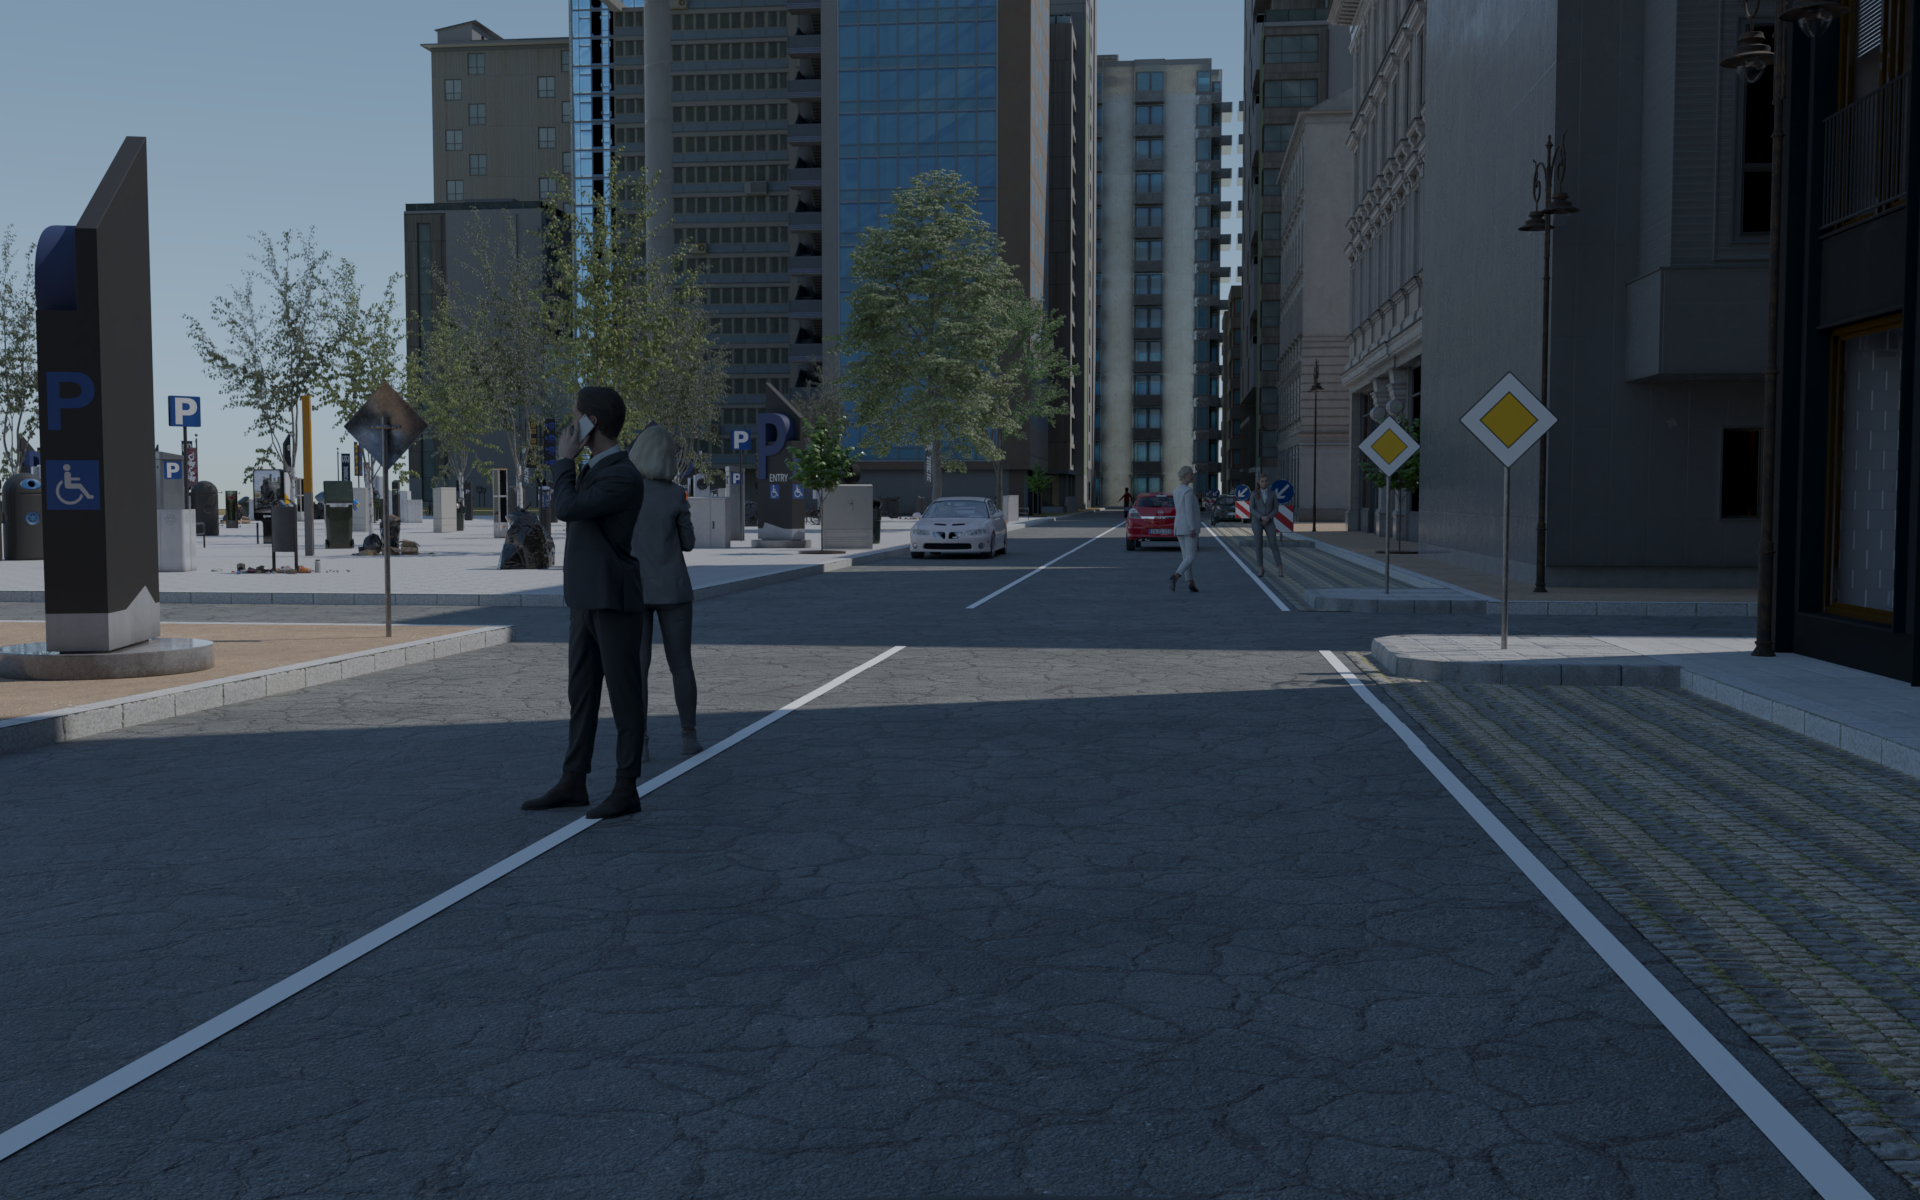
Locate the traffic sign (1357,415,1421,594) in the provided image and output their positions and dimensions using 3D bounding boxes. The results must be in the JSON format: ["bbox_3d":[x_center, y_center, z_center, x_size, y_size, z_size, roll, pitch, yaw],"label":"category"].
[{"bbox_3d":[5.481,-1.134,22.186,0.795,2.450,0.064,0,4,7],"label":"traffic sign"}]

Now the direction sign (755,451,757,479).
[{"bbox_3d":[-10.373,-5.984,89.842,0.379,3.537,0.876,-3,4,-36],"label":"direction sign"}]

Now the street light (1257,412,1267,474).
[{"bbox_3d":[16.688,-7.525,95.828,0.468,5.910,1.993,0,4,7],"label":"street light"}]

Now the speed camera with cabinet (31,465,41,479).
[{"bbox_3d":[-28.638,-3.749,55.634,2.038,3.252,0.660,-2,4,-34],"label":"speed camera with cabinet"}]

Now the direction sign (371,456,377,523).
[{"bbox_3d":[-25.903,-5.156,76.297,0.379,3.537,0.876,-1,4,-21],"label":"direction sign"}]

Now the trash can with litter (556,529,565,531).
[{"bbox_3d":[-13.269,-2.988,59.903,1.678,1.210,2.233,0,4,-5],"label":"trash can with litter"}]

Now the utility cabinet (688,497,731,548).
[{"bbox_3d":[-5.964,-1.829,41.061,1.020,1.237,0.306,1,4,17],"label":"utility cabinet"}]

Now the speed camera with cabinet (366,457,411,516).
[{"bbox_3d":[-27.952,-5.528,84.715,2.038,3.252,0.660,0,4,2],"label":"speed camera with cabinet"}]

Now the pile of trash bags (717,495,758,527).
[{"bbox_3d":[-9.538,-3.612,68.814,3.447,1.369,1.912,0,4,6],"label":"pile of trash bags"}]

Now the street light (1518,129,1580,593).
[{"bbox_3d":[7.583,-3.038,22.456,0.468,5.910,1.993,0,4,7],"label":"street light"}]

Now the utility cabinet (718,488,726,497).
[{"bbox_3d":[-8.651,-3.407,64.388,0.318,1.500,1.173,1,4,15],"label":"utility cabinet"}]

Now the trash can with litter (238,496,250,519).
[{"bbox_3d":[-36.829,-4.730,88.726,0.624,1.170,1.055,2,4,25],"label":"trash can with litter"}]

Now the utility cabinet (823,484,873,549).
[{"bbox_3d":[-2.600,-1.902,39.782,1.173,1.500,0.318,0,4,-7],"label":"utility cabinet"}]

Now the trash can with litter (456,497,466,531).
[{"bbox_3d":[-17.626,-2.966,59.882,1.055,1.170,0.624,1,4,20],"label":"trash can with litter"}]

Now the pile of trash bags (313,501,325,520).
[{"bbox_3d":[-32.045,-4.713,86.818,1.912,1.369,3.447,1,4,10],"label":"pile of trash bags"}]

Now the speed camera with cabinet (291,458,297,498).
[{"bbox_3d":[-36.118,-5.994,92.346,0.660,3.252,2.038,2,4,31],"label":"speed camera with cabinet"}]

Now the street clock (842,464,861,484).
[{"bbox_3d":[-2.594,-2.250,41.355,0.358,2.002,0.471,-3,5,-41],"label":"street clock"}]

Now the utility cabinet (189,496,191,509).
[{"bbox_3d":[-25.788,-2.866,58.023,0.306,1.237,1.020,-1,4,-13],"label":"utility cabinet"}]

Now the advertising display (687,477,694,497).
[{"bbox_3d":[-10.109,-3.656,64.995,0.123,1.923,0.974,-1,4,-16],"label":"advertising display"}]

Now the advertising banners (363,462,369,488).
[{"bbox_3d":[-31.766,-5.990,94.120,2.074,3.025,0.090,2,4,35],"label":"advertising banners"}]

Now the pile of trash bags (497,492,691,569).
[{"bbox_3d":[-6.343,-1.241,30.042,3.447,1.369,1.912,1,4,9],"label":"pile of trash bags"}]

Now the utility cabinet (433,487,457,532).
[{"bbox_3d":[-17.186,-3.000,57.731,0.318,1.500,1.173,0,4,7],"label":"utility cabinet"}]

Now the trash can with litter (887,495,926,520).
[{"bbox_3d":[-2.356,-4.690,87.733,2.233,1.210,1.678,0,4,6],"label":"trash can with litter"}]

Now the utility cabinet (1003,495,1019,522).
[{"bbox_3d":[2.371,-4.280,81.133,0.306,1.237,1.020,2,4,30],"label":"utility cabinet"}]

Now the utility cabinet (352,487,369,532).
[{"bbox_3d":[-20.337,-3.054,58.610,1.173,1.500,0.318,3,4,37],"label":"utility cabinet"}]

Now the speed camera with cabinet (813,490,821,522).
[{"bbox_3d":[-5.838,-5.307,81.112,2.038,3.252,0.660,-1,4,-19],"label":"speed camera with cabinet"}]

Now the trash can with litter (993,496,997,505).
[{"bbox_3d":[2.296,-5.120,95.103,1.055,1.170,0.624,0,4,0],"label":"trash can with litter"}]

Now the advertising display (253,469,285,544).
[{"bbox_3d":[-17.772,-2.406,44.547,0.974,1.923,0.123,2,4,25],"label":"advertising display"}]

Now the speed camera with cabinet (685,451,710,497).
[{"bbox_3d":[-12.485,-5.182,79.060,2.038,3.252,0.660,-1,4,-16],"label":"speed camera with cabinet"}]

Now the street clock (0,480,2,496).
[{"bbox_3d":[-48.114,-5.024,86.719,0.358,2.002,0.471,-2,4,-35],"label":"street clock"}]

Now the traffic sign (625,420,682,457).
[{"bbox_3d":[-4.137,-1.208,23.396,0.795,2.450,0.064,0,4,7],"label":"traffic sign"}]

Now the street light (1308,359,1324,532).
[{"bbox_3d":[12.148,-5.287,59.229,0.468,5.910,1.993,0,4,7],"label":"street light"}]

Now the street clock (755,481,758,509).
[{"bbox_3d":[-11.051,-5.556,95.410,0.358,2.002,0.471,2,4,33],"label":"street clock"}]

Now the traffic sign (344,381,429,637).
[{"bbox_3d":[-5.121,-0.724,15.472,0.795,2.450,0.064,0,4,7],"label":"traffic sign"}]

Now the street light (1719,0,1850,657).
[{"bbox_3d":[6.367,-2.493,13.548,0.468,5.910,1.993,0,4,7],"label":"street light"}]

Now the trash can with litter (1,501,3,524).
[{"bbox_3d":[-41.238,-3.869,74.645,0.624,1.170,1.055,3,5,41],"label":"trash can with litter"}]

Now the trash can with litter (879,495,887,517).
[{"bbox_3d":[-4.671,-5.280,97.388,2.233,1.210,1.678,0,4,0],"label":"trash can with litter"}]

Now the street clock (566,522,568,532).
[{"bbox_3d":[-12.632,-3.146,55.999,0.471,2.002,0.358,3,5,43],"label":"street clock"}]

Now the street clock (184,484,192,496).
[{"bbox_3d":[-30.129,-3.856,67.621,0.358,2.002,0.471,2,4,35],"label":"street clock"}]

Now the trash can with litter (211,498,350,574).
[{"bbox_3d":[-11.279,-1.061,28.403,2.233,1.210,1.678,2,4,26],"label":"trash can with litter"}]

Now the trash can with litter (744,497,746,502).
[{"bbox_3d":[-11.347,-4.624,86.653,2.233,1.210,1.678,-3,5,-41],"label":"trash can with litter"}]

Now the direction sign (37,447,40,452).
[{"bbox_3d":[-44.240,-5.630,84.040,0.876,3.537,0.379,-2,4,-25],"label":"direction sign"}]

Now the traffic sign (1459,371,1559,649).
[{"bbox_3d":[4.497,-0.649,14.261,0.795,2.450,0.064,0,4,7],"label":"traffic sign"}]

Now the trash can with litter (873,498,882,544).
[{"bbox_3d":[-2.383,-2.041,44.754,0.624,1.170,1.055,-1,4,-15],"label":"trash can with litter"}]
